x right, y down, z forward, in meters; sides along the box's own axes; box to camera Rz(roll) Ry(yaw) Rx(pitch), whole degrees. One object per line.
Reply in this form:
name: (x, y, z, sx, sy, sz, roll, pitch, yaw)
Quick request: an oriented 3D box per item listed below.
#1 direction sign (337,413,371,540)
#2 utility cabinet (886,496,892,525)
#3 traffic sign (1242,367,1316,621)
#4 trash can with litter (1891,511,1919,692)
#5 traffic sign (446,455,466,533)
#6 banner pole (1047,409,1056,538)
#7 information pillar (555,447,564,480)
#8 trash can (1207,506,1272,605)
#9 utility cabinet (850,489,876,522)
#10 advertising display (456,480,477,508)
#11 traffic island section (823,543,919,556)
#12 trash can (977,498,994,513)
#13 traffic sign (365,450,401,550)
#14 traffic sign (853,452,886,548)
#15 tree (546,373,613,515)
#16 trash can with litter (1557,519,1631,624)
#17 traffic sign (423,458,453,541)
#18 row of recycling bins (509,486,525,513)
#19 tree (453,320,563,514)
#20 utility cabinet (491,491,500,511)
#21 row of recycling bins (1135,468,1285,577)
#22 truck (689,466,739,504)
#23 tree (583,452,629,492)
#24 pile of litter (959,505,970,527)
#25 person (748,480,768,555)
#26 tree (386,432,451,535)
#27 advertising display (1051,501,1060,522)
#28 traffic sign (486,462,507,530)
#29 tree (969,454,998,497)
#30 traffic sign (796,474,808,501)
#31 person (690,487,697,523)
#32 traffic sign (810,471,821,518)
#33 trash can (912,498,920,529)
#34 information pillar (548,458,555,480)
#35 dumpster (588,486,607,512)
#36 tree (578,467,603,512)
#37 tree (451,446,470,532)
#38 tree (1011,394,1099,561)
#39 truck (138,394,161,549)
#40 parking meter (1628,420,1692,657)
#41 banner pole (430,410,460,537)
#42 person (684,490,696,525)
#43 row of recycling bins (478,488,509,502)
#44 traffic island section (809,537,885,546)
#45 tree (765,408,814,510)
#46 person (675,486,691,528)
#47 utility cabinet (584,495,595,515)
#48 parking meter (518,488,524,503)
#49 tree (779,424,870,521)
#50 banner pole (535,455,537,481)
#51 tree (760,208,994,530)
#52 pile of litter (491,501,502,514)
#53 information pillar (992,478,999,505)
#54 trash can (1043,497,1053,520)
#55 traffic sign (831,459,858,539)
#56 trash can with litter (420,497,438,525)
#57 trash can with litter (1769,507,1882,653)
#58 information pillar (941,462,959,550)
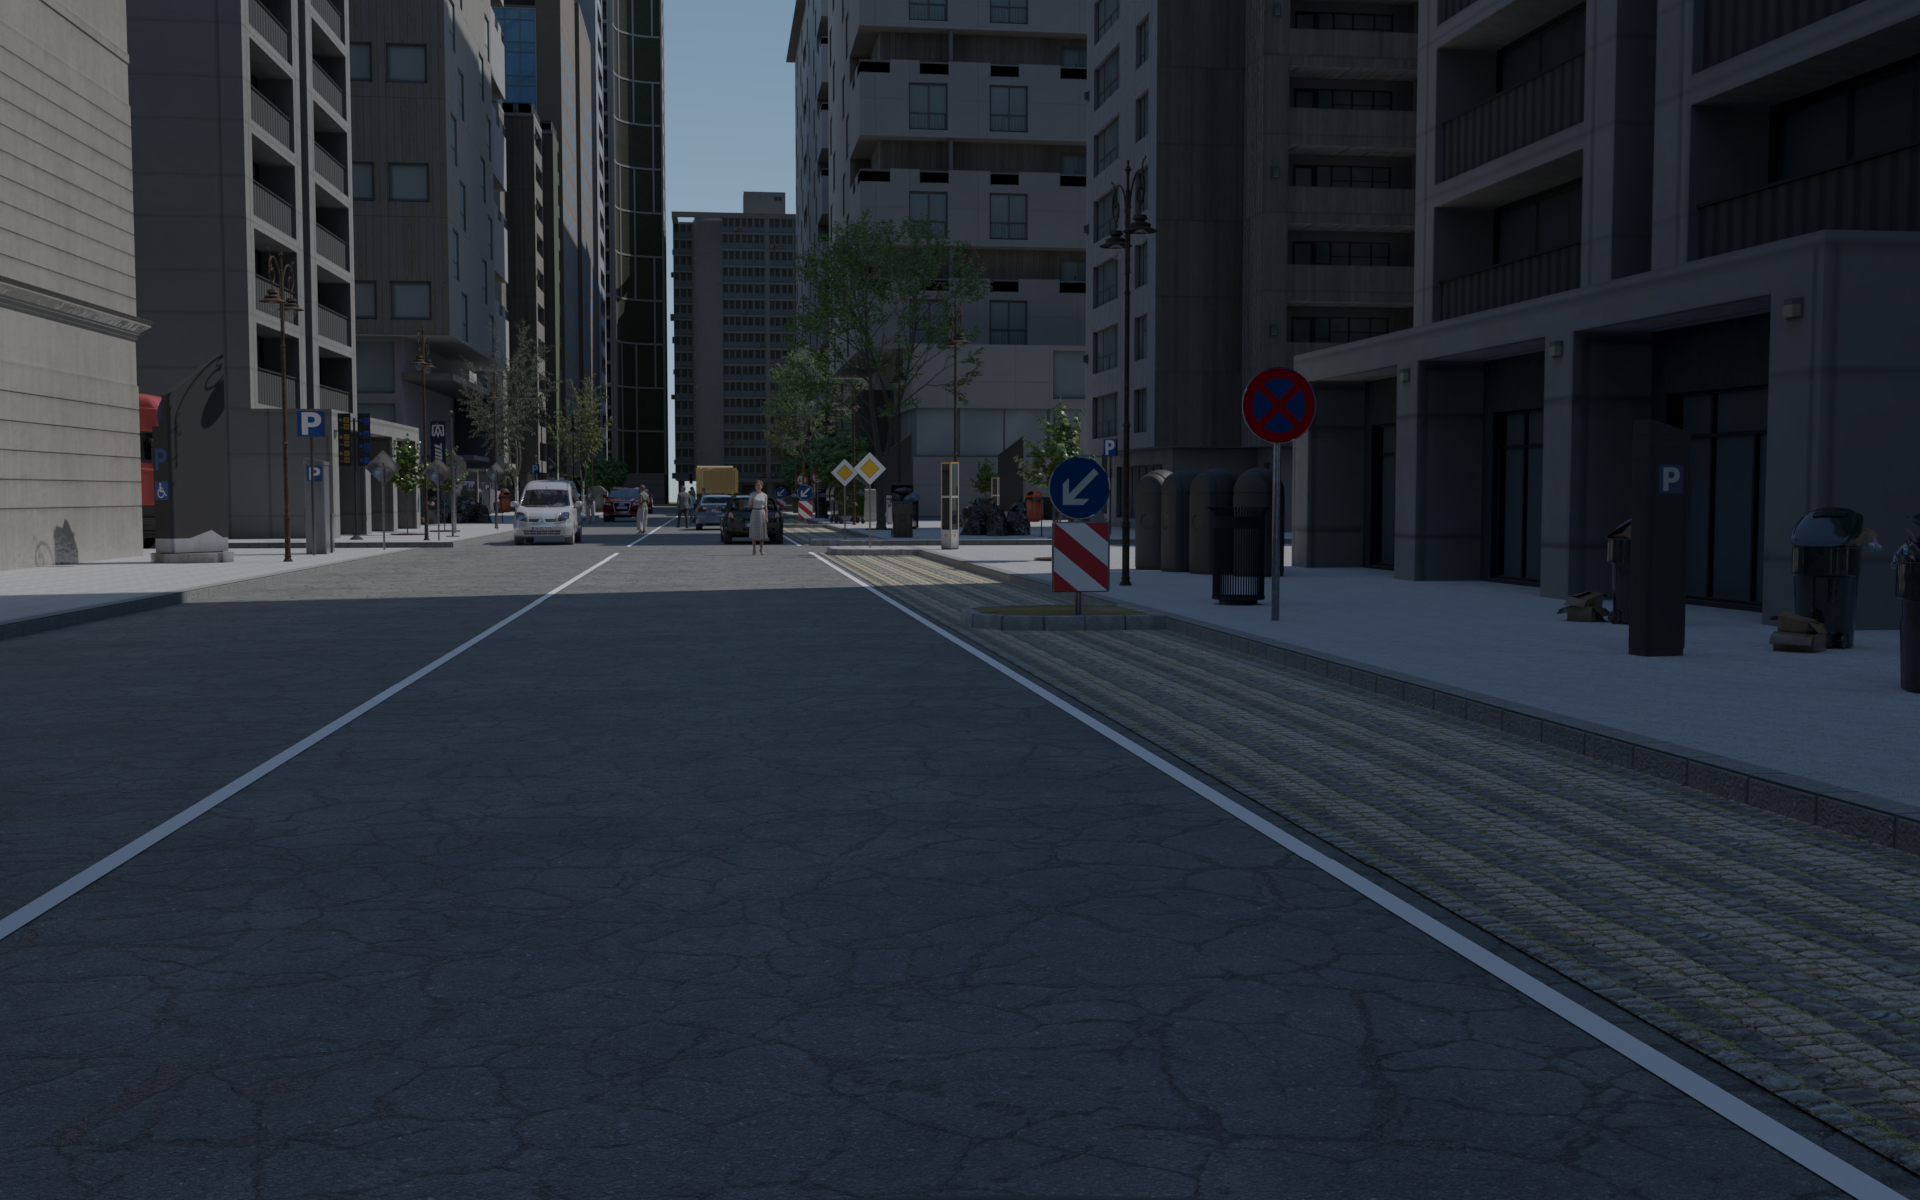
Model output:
direction sign: (-16.949, -3.458, 48.535, 0.876, 3.537, 0.379, -1, 4, -8)
utility cabinet: (-2.939, -3.805, 73.368, 0.306, 1.237, 1.020, 0, 4, -5)
traffic sign: (3.197, -1.063, 17.485, 0.768, 2.556, 0.104, 0, 4, -7)
trash can with litter: (6.586, 0.016, 11.132, 1.055, 1.170, 0.624, 2, 4, 25)
traffic sign: (-16.505, -3.453, 56.560, 0.768, 2.556, 0.104, 0, 4, -4)
banner pole: (2.865, -3.672, 50.051, 0.401, 3.779, 0.863, -2, 4, -34)
information pillar: (-19.778, -5.789, 86.000, 0.183, 3.616, 0.504, 0, 4, 6)
trash can: (3.239, -0.519, 20.132, 0.748, 1.137, 0.748, 0, 3, 0)
utility cabinet: (-4.429, -4.302, 79.014, 1.173, 1.500, 0.318, -1, 4, -15)
advertising display: (-22.825, -4.575, 80.009, 0.974, 1.923, 0.123, 0, 4, 4)
traffic island section: (-2.130, -1.169, 41.399, 2.009, 0.180, 2.903, 0, 4, -8)
trash can: (1.056, -3.669, 71.646, 0.748, 1.137, 0.748, 0, 3, 0)
traffic sign: (-13.239, -2.210, 39.772, 0.795, 2.450, 0.064, 0, 4, -8)
traffic sign: (-2.152, -2.304, 41.318, 0.795, 2.450, 0.064, 0, 4, -8)
tree: (-23.155, -9.511, 105.874, 4.737, 8.622, 4.395, 0, 3, 0)
trash can with litter: (6.485, -0.357, 17.217, 1.055, 1.170, 0.624, 3, 5, 41)
traffic sign: (-14.360, -2.693, 47.678, 0.795, 2.450, 0.064, 0, 4, -8)
row of recycling bins: (-21.770, -5.061, 89.860, 3.534, 1.692, 1.069, 3, 5, 40)
tree: (-18.826, -7.464, 72.401, 4.360, 8.622, 3.978, 0, 3, 0)
utility cabinet: (-31.572, -6.636, 117.178, 1.173, 1.500, 0.318, 3, 4, 37)
row of recycling bins: (4.012, -1.293, 28.257, 1.069, 1.692, 3.534, -2, 4, -28)
truck: (-16.659, -7.479, 118.199, 3.469, 3.379, 9.791, -1, 4, -10)
tree: (-29.240, -9.846, 144.698, 4.285, 4.588, 4.351, 0, 3, 0)
pile of litter: (0.102, -3.257, 67.222, 1.176, 0.858, 1.719, -1, 4, -16)
person: (-4.733, -1.933, 40.680, 0.480, 1.755, 0.524, -1, 4, -22)
tree: (-17.156, -3.641, 54.128, 1.663, 3.219, 1.824, 0, 3, 0)
advertising display: (4.455, -4.575, 80.019, 0.123, 1.923, 0.974, -1, 4, -19)
traffic sign: (-16.683, -3.742, 62.370, 0.795, 2.450, 0.064, 0, 4, -3)
tree: (1.155, -5.474, 84.104, 1.663, 3.219, 1.824, 0, 3, 0)
traffic sign: (-9.998, -6.686, 109.429, 0.768, 2.556, 0.104, 0, 4, -5)
person: (-13.162, -4.705, 85.613, 0.473, 1.802, 0.592, 2, 4, 24)
traffic sign: (-7.515, -5.593, 91.559, 0.768, 2.556, 0.104, 0, 4, -3)
trash can: (-1.816, -3.161, 63.338, 0.748, 1.137, 0.748, 0, 3, 0)
information pillar: (-26.611, -7.443, 113.055, 0.504, 3.616, 0.183, 0, 4, 8)
dumpster: (-25.234, -7.006, 120.300, 1.264, 1.857, 1.865, 0, 4, -8)
tree: (-26.590, -7.915, 124.004, 1.663, 3.219, 1.824, 0, 3, 0)
tree: (-17.437, -3.934, 58.918, 1.663, 3.219, 1.824, 0, 3, 0)
tree: (2.036, -2.377, 33.468, 1.663, 3.219, 1.824, 0, 3, 0)
truck: (-23.587, -3.200, 41.232, 11.283, 4.237, 2.839, -1, 4, -8)
parking meter: (5.560, -0.492, 13.753, 0.399, 1.863, 0.255, -1, 4, -16)
banner pole: (-15.477, -3.789, 51.961, 0.863, 3.779, 0.401, 0, 4, 1)
person: (-12.562, -4.298, 80.584, 0.589, 1.601, 0.330, -3, 4, -36)
row of recycling bins: (-32.958, -6.906, 120.022, 3.534, 1.692, 1.069, 0, 4, -2)
traffic island section: (-3.252, -1.653, 49.305, 2.009, 0.180, 2.903, 0, 4, -8)
tree: (-13.535, -11.546, 139.138, 4.737, 8.622, 4.395, 0, 3, 0)
person: (-11.725, -3.934, 73.218, 0.661, 1.777, 0.834, -3, 4, -38)
utility cabinet: (-23.116, -5.926, 108.055, 0.306, 1.237, 1.020, 1, 4, 14)
parking meter: (-18.764, -4.022, 74.173, 0.372, 1.533, 0.369, 0, 3, 0)
tree: (-5.635, -5.993, 81.695, 4.285, 4.588, 4.351, 0, 3, 0)
banner pole: (-27.311, -7.445, 111.736, 0.401, 3.779, 0.863, -1, 4, -18)
tree: (-2.734, -8.327, 61.902, 9.928, 11.665, 9.643, 0, 3, 0)
pile of litter: (-30.939, -6.166, 114.775, 1.176, 0.858, 1.719, 3, 5, 43)
information pillar: (1.584, -4.466, 77.508, 0.304, 2.012, 0.304, 1, 4, 12)
trash can: (4.362, -4.459, 84.565, 0.748, 1.137, 0.748, 0, 3, 0)
traffic sign: (-3.274, -2.788, 49.224, 0.795, 2.450, 0.064, 0, 4, -8)
trash can with litter: (-22.422, -3.748, 72.674, 1.055, 1.170, 0.624, 1, 4, 11)
trash can with litter: (7.116, -0.177, 14.282, 0.624, 1.170, 1.055, 3, 5, 43)
information pillar: (-0.234, -2.172, 40.007, 0.304, 2.012, 0.304, 3, 4, 39)
